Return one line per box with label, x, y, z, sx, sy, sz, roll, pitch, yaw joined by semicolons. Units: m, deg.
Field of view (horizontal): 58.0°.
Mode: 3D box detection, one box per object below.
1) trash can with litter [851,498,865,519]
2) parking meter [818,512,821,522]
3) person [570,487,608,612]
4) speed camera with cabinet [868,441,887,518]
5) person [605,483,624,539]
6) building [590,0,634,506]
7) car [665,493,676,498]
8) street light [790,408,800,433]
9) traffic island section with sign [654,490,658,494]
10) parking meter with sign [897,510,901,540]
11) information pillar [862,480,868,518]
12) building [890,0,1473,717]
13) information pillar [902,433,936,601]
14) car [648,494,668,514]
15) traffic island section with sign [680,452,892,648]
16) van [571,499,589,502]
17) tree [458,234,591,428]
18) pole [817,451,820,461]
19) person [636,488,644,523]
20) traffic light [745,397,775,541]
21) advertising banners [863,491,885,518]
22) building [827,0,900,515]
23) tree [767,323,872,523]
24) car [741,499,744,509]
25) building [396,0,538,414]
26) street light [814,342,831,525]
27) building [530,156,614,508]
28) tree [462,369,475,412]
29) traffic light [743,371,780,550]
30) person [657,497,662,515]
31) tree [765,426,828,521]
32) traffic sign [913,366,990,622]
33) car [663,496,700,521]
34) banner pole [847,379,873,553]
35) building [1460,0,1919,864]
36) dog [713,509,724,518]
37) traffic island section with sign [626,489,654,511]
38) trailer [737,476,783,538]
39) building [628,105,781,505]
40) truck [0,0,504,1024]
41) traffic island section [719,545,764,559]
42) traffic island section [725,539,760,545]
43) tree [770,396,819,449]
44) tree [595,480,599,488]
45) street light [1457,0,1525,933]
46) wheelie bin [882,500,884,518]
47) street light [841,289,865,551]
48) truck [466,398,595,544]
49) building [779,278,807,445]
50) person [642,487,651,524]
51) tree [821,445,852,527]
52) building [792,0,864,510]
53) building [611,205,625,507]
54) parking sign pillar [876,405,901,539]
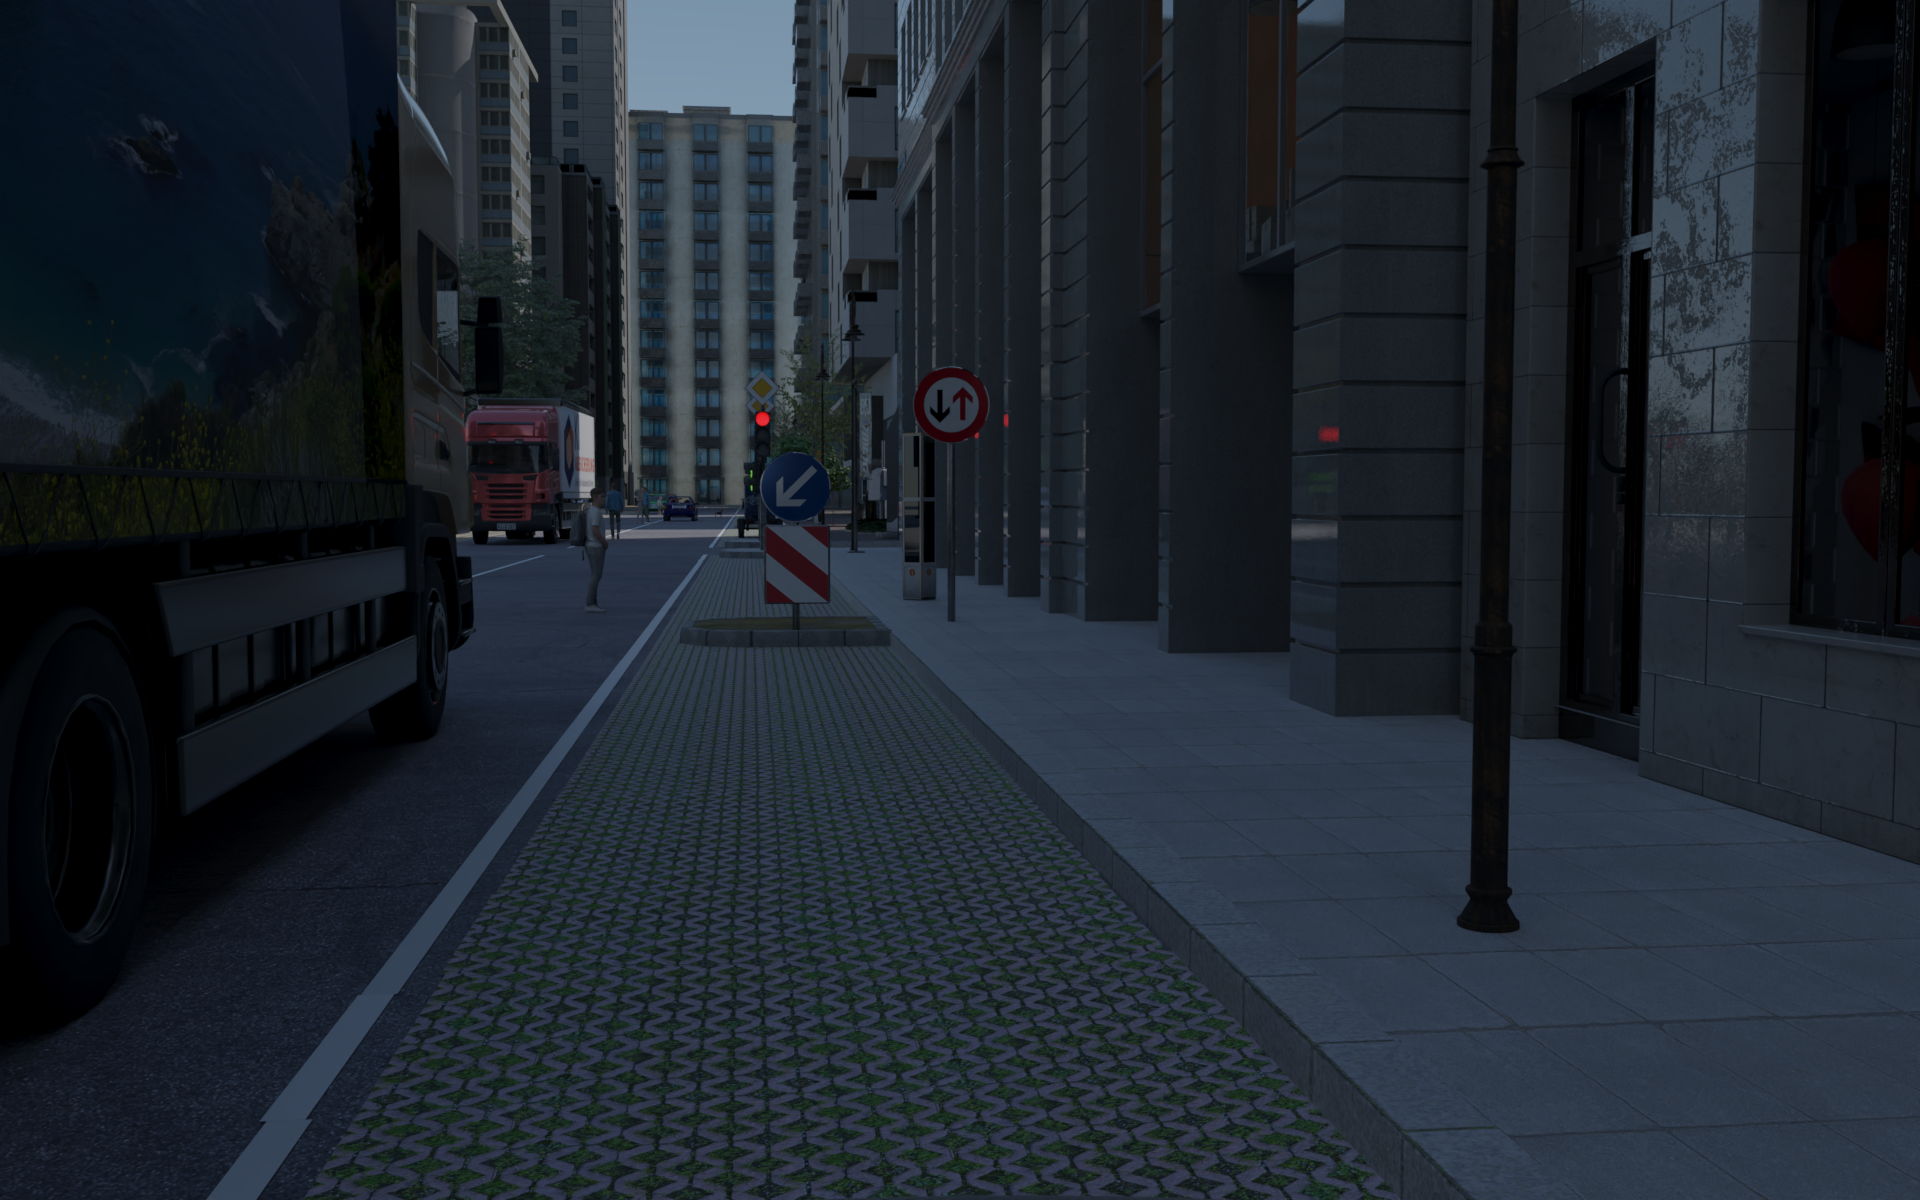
trash can with litter;-4.121;-3.825;73.919;1.055;1.170;0.624;2;4;25
parking meter;-6.511;-4.361;79.714;0.372;1.533;0.369;0;3;0
person;-4.444;-0.609;21.048;0.503;1.515;0.523;2;4;34
speed camera with cabinet;-2.627;-4.305;64.724;0.660;3.252;2.038;2;4;32
person;-10.904;-2.803;54.666;0.601;1.785;0.444;-1;4;-18
building;-45.873;-45.514;182.401;20.611;71.187;20.563;0;4;-7
car;-24.698;-8.415;146.620;2.155;1.783;4.494;-1;4;-9
street light;-8.290;-7.003;87.285;0.468;5.910;1.993;0;4;-7
traffic island section with sign;-30.689;-10.160;174.750;1.989;1.847;2.006;0;4;-7
parking meter with sign;-0.896;-3.175;48.175;1.738;3.016;0.543;1;4;21
information pillar;-4.380;-4.671;80.865;0.304;2.012;0.304;1;4;21
building;5.732;-15.095;24.297;11.434;29.767;29.804;0;4;-7
information pillar;-0.490;-1.007;20.953;0.304;2.012;0.304;3;4;36
car;-21.884;-7.097;124.825;1.959;1.807;4.718;0;4;-5
traffic island section with sign;-1.738;-0.514;17.032;1.989;1.847;2.006;0;4;-7
van;-21.123;-5.317;93.946;2.013;2.044;4.112;0;4;-8
tree;-22.865;-10.867;84.323;9.857;13.997;8.962;0;3;0
pole;-6.616;-5.342;81.185;0.158;3.312;0.155;0;3;0
person;-15.550;-4.633;84.592;0.599;1.781;0.374;-2;4;-28
traffic light;-5.481;-3.581;47.469;0.839;4.253;0.868;0;4;-7
advertising banners;-2.765;-4.374;67.708;2.074;3.025;0.090;-1;4;-13
building;6.057;-31.493;104.153;28.713;52.752;27.495;0;4;-7
tree;-6.059;-7.662;75.636;4.737;8.622;4.395;0;3;0
car;-20.249;-9.497;167.855;1.945;1.354;3.894;0;4;-7
building;-45.511;-26.806;130.160;32.217;40.220;23.993;0;4;-7
street light;-4.198;-4.901;52.924;0.468;5.910;1.993;0;4;-7
building;-38.259;-23.168;150.495;14.160;30.474;14.107;0;4;-7
tree;-29.088;-9.102;99.173;4.360;8.622;3.978;0;3;0
traffic light;-4.521;-3.096;39.542;0.839;4.253;0.868;0;4;-7
person;-20.145;-6.294;116.088;0.352;1.250;0.332;0;4;6
tree;-7.731;-6.102;83.482;4.285;4.588;4.351;0;3;0
traffic sign;-0.085;-1.056;17.373;0.768;2.556;0.104;0;4;2
car;-14.849;-4.863;92.091;1.945;1.354;3.894;0;4;-7
banner pole;-2.140;-2.912;37.631;0.401;3.779;0.863;-3;4;-37
building;9.005;-8.977;1.522;10.420;20.320;16.860;0;4;-7
dog;-14.771;-5.298;105.903;0.406;0.507;0.540;2;4;35
traffic island section with sign;-27.450;-8.524;147.989;1.989;1.847;2.006;0;4;-7
trailer;-6.626;-3.065;57.160;1.471;1.999;3.904;0;4;-8
building;-31.485;-36.514;216.612;30.456;49.044;23.786;0;4;-7
truck;-3.802;-1.082;6.608;2.839;4.237;11.283;0;4;-7
traffic island section;-4.480;-1.063;39.661;2.009;0.180;2.903;0;4;-7
traffic island section;-5.440;-1.548;47.588;2.009;0.180;2.903;0;4;-7
tree;-12.373;-10.783;126.668;4.360;8.622;3.978;0;3;0
tree;-27.541;-8.221;129.009;1.663;3.219;1.824;0;3;0
street light;1.569;-1.968;4.965;0.468;5.910;1.993;0;4;-7
wheelie bin;-3.272;-4.394;79.754;0.980;1.594;0.693;1;4;19
street light;-2.419;-4.062;39.194;0.468;5.910;1.993;0;4;-7
truck;-13.055;-3.917;52.949;2.839;4.237;11.283;0;4;-5
building;-7.653;-53.122;181.213;22.319;86.520;31.000;0;4;-7
person;-15.067;-4.553;83.286;0.444;1.785;0.601;-2;4;-23
tree;-5.064;-4.475;67.765;1.663;3.219;1.824;0;3;0
building;-3.240;-32.515;151.228;23.786;49.044;30.456;0;4;-7
building;-39.749;-24.061;165.097;14.160;30.474;14.107;0;4;-7
parking sign pillar;-1.710;-3.751;49.794;1.447;3.967;1.447;-1;4;-21
